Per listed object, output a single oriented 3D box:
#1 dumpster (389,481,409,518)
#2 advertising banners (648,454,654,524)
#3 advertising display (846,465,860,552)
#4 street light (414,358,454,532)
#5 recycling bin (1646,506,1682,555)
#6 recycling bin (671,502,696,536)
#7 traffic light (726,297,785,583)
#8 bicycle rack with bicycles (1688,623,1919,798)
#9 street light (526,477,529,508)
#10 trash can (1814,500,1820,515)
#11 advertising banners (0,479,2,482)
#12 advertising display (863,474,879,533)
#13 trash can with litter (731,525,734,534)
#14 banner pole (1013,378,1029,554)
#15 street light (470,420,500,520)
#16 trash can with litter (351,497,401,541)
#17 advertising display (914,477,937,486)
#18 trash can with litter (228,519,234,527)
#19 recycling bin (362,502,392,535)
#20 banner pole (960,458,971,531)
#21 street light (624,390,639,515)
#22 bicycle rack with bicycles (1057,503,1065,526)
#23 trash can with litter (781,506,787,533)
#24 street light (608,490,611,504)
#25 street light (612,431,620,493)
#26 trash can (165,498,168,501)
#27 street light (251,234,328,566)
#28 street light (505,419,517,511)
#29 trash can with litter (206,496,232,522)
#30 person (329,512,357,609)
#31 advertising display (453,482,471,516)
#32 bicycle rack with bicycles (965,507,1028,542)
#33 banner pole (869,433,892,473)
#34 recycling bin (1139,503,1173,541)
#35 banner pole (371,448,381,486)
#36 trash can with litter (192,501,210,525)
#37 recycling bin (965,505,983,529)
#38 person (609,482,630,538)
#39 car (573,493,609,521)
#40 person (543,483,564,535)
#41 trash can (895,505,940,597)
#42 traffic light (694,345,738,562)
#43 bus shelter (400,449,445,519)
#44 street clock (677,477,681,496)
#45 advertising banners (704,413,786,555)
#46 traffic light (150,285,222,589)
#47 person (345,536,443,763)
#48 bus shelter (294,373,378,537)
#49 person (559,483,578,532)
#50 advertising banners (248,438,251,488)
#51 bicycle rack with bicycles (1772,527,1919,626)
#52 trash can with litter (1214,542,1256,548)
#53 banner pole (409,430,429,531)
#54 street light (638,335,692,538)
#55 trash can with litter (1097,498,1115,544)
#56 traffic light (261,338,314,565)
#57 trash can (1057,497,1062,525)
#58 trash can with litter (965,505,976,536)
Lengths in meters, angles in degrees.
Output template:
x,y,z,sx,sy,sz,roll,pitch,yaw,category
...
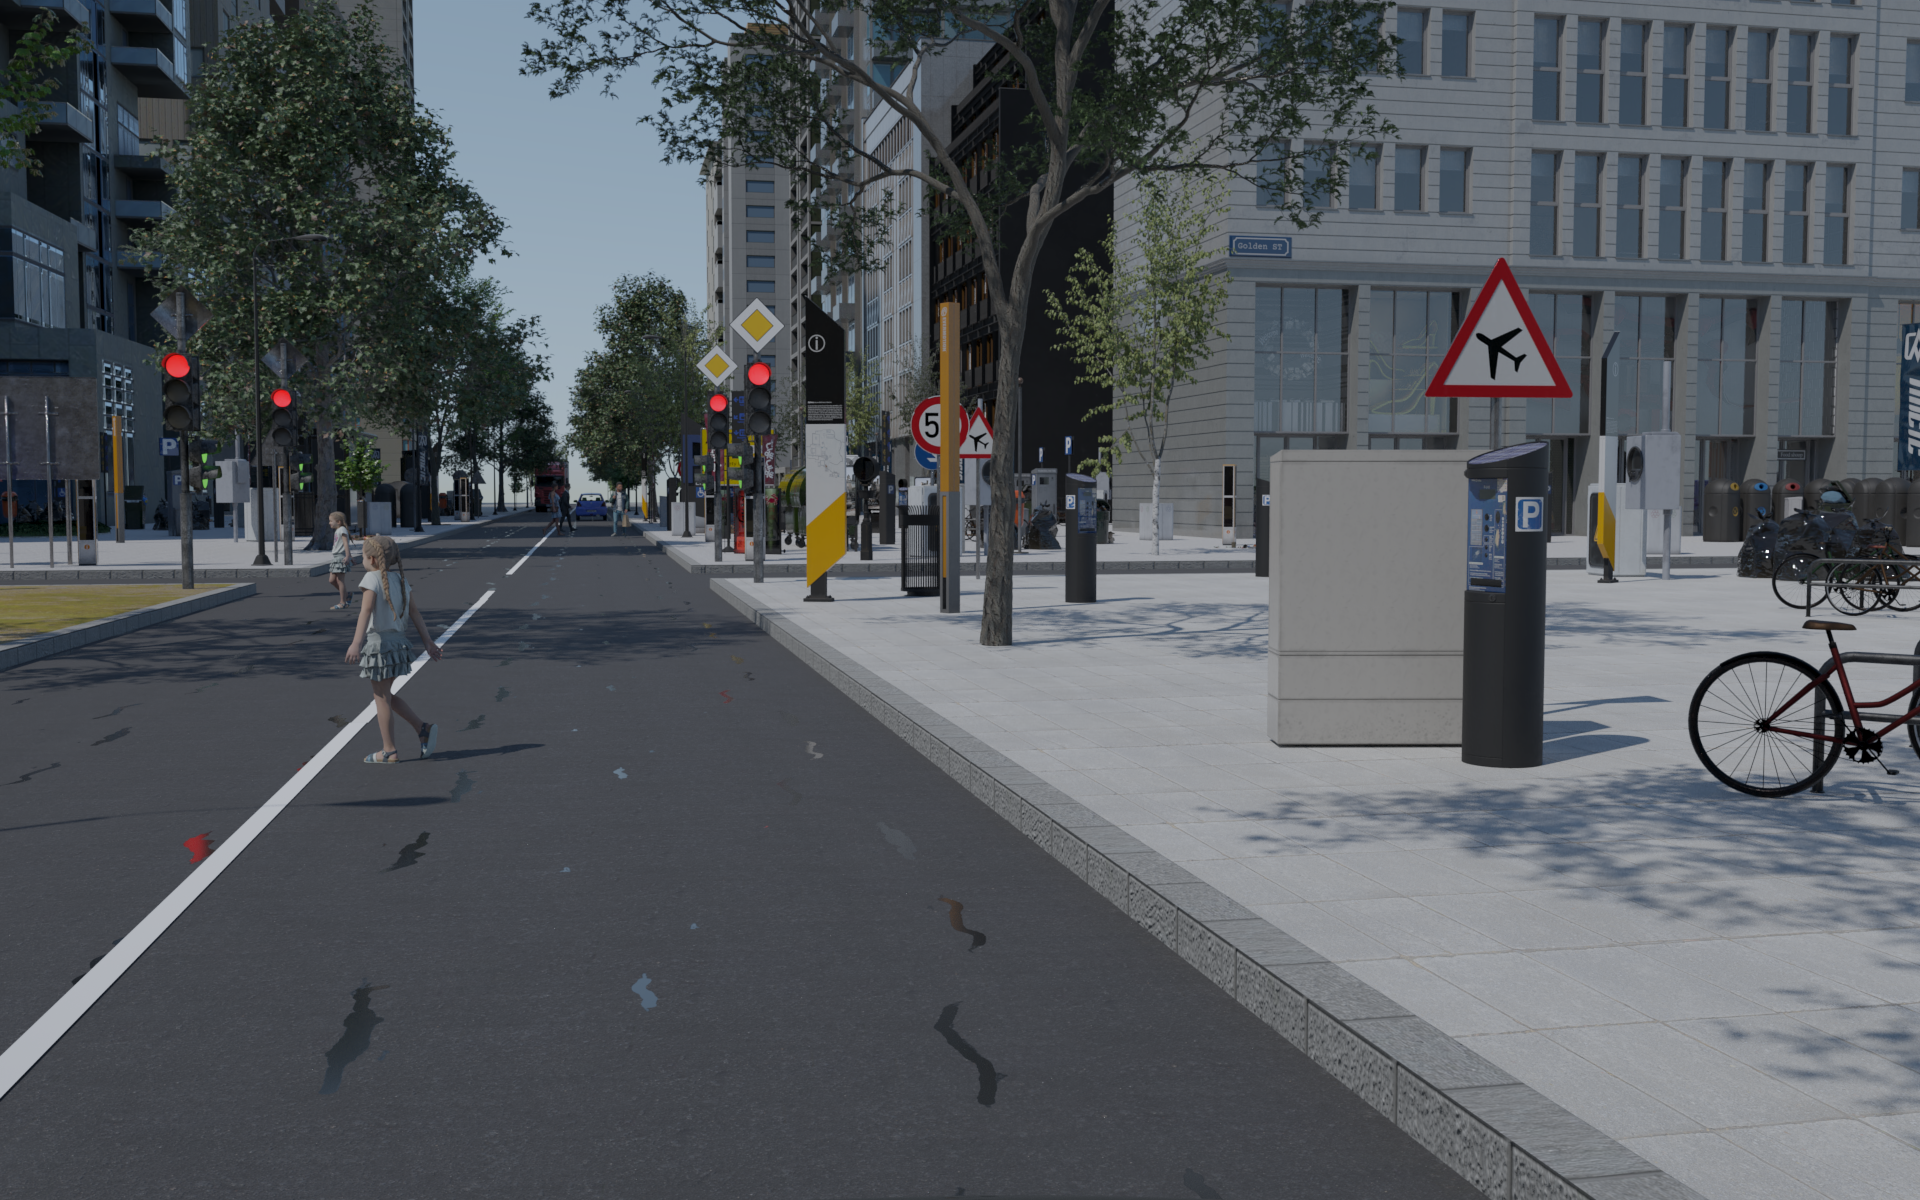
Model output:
x,y,z,sx,sy,sz,roll,pitch,yaw,category
-24.894,-4.366,77.148,1.264,1.857,1.865,-1,4,-12,dumpster
-13.492,-4.868,75.781,0.090,3.025,2.074,0,4,-4,advertising banners
-2.658,-2.044,38.634,0.974,1.923,0.123,2,4,35,advertising display
-17.729,-5.252,58.419,1.470,5.913,1.316,-1,4,-12,street light
14.961,-1.497,37.027,0.722,1.027,0.722,1,4,9,recycling bin
-8.514,-2.495,53.344,0.722,1.027,0.722,-1,4,-9,recycling bin
-2.928,-2.201,24.913,0.839,4.253,0.868,-1,4,-12,traffic light
4.961,0.372,7.305,2.925,0.926,2.852,3,5,42,bicycle rack with bicycles
-33.834,-9.855,133.664,1.470,5.913,1.316,-1,4,-12,street light
21.611,-1.920,43.040,0.748,1.137,0.748,0,3,0,trash can
-21.358,-2.484,36.797,2.074,3.025,0.090,-1,4,-17,advertising banners
-2.757,-3.152,56.751,0.974,1.923,0.123,3,4,36,advertising display
-7.687,-2.720,55.853,1.055,1.170,0.624,0,4,-5,trash can with litter
1.122,-2.905,37.520,0.863,3.779,0.401,3,5,42,banner pole
-23.472,-6.887,85.139,1.470,5.913,1.316,-1,4,-12,street light
-16.663,-2.281,48.355,1.678,1.210,2.233,-2,4,-31,trash can with litter
-1.288,-3.639,64.710,0.974,1.923,0.123,3,4,36,advertising display
-28.087,-3.454,67.860,0.624,1.170,1.055,2,4,29,trash can with litter
-18.297,-2.551,54.266,0.722,1.027,0.722,-3,5,-43,recycling bin
0.129,-4.264,59.736,0.863,3.779,0.401,0,4,1,banner pole
-14.347,-6.442,77.875,1.470,5.913,1.316,-1,4,-12,street light
3.830,-3.406,69.077,2.925,0.926,2.852,-1,4,-18,bicycle rack with bicycles
-6.352,-2.871,58.001,2.233,1.210,1.678,1,4,10,trash can with litter
-24.742,-9.403,126.276,1.470,5.913,1.316,-1,4,-12,street light
-20.232,-8.114,105.208,1.470,5.913,1.316,-1,4,-12,street light
-25.517,-2.745,56.539,0.748,1.137,0.748,0,3,0,trash can
-11.999,-3.577,31.020,1.470,5.913,1.316,-1,4,-12,street light
-28.075,-8.194,106.507,1.470,5.913,1.316,-1,4,-12,street light
-34.723,-4.234,80.288,1.678,1.210,2.233,-2,4,-25,trash can with litter
-7.648,-0.493,21.572,0.382,1.210,0.505,-2,4,-35,person
-26.461,-5.318,92.162,0.974,1.923,0.123,-2,4,-32,advertising display
0.170,-2.080,47.395,2.925,0.926,2.852,1,4,23,bicycle rack with bicycles
-3.164,-4.930,70.626,0.863,3.779,0.401,-1,4,-11,banner pole
5.463,-2.179,48.185,0.722,1.027,0.722,-1,4,-21,recycling bin
-28.182,-5.692,83.073,0.863,3.779,0.401,-1,4,-15,banner pole
-30.279,-3.489,68.433,0.624,1.170,1.055,2,4,35,trash can with litter
0.531,-3.091,63.085,0.722,1.027,0.722,0,4,-1,recycling bin
-11.057,-2.936,56.488,0.794,1.824,0.713,1,4,11,person
-20.272,-5.238,95.229,1.945,1.707,3.694,-1,4,-12,car
-13.999,-3.120,59.614,0.778,1.811,0.616,0,4,-2,person
-0.445,-0.625,21.869,0.748,1.137,0.748,0,3,0,trash can
-4.598,-2.679,32.722,0.839,4.253,0.868,-1,4,-12,traffic light
-27.985,-6.063,90.418,1.731,3.624,6.357,-1,4,-12,bus shelter
-12.273,-4.287,74.660,0.471,2.002,0.358,-3,5,-41,street clock
-4.614,-2.496,36.999,2.074,3.025,0.090,2,4,29,advertising banners
-10.418,-2.103,23.301,0.839,4.253,0.868,-1,4,-12,traffic light
-3.018,0.266,9.167,0.382,1.210,0.505,1,4,17,person
-20.619,-4.817,56.396,2.179,5.291,8.768,-1,4,-12,bus shelter
-15.039,-3.553,66.372,0.755,1.850,0.659,-1,4,-12,person
-21.132,-3.393,51.661,0.090,3.025,2.074,-1,4,-18,advertising banners
10.079,-0.301,18.297,2.925,0.926,2.852,3,5,45,bicycle rack with bicycles
7.176,-1.840,41.135,2.233,1.210,1.678,1,4,14,trash can with litter
-19.076,-4.349,61.116,0.401,3.779,0.863,2,4,34,banner pole
-8.588,-4.789,50.848,1.470,5.913,1.316,-1,4,-12,street light
3.614,-2.032,44.618,0.624,1.170,1.055,1,4,21,trash can with litter
-12.087,-2.580,31.111,0.839,4.253,0.868,-1,4,-12,traffic light
3.957,-3.723,72.530,0.748,1.137,0.748,0,3,0,trash can
0.421,-2.589,53.380,1.678,1.210,2.233,-1,4,-18,trash can with litter
